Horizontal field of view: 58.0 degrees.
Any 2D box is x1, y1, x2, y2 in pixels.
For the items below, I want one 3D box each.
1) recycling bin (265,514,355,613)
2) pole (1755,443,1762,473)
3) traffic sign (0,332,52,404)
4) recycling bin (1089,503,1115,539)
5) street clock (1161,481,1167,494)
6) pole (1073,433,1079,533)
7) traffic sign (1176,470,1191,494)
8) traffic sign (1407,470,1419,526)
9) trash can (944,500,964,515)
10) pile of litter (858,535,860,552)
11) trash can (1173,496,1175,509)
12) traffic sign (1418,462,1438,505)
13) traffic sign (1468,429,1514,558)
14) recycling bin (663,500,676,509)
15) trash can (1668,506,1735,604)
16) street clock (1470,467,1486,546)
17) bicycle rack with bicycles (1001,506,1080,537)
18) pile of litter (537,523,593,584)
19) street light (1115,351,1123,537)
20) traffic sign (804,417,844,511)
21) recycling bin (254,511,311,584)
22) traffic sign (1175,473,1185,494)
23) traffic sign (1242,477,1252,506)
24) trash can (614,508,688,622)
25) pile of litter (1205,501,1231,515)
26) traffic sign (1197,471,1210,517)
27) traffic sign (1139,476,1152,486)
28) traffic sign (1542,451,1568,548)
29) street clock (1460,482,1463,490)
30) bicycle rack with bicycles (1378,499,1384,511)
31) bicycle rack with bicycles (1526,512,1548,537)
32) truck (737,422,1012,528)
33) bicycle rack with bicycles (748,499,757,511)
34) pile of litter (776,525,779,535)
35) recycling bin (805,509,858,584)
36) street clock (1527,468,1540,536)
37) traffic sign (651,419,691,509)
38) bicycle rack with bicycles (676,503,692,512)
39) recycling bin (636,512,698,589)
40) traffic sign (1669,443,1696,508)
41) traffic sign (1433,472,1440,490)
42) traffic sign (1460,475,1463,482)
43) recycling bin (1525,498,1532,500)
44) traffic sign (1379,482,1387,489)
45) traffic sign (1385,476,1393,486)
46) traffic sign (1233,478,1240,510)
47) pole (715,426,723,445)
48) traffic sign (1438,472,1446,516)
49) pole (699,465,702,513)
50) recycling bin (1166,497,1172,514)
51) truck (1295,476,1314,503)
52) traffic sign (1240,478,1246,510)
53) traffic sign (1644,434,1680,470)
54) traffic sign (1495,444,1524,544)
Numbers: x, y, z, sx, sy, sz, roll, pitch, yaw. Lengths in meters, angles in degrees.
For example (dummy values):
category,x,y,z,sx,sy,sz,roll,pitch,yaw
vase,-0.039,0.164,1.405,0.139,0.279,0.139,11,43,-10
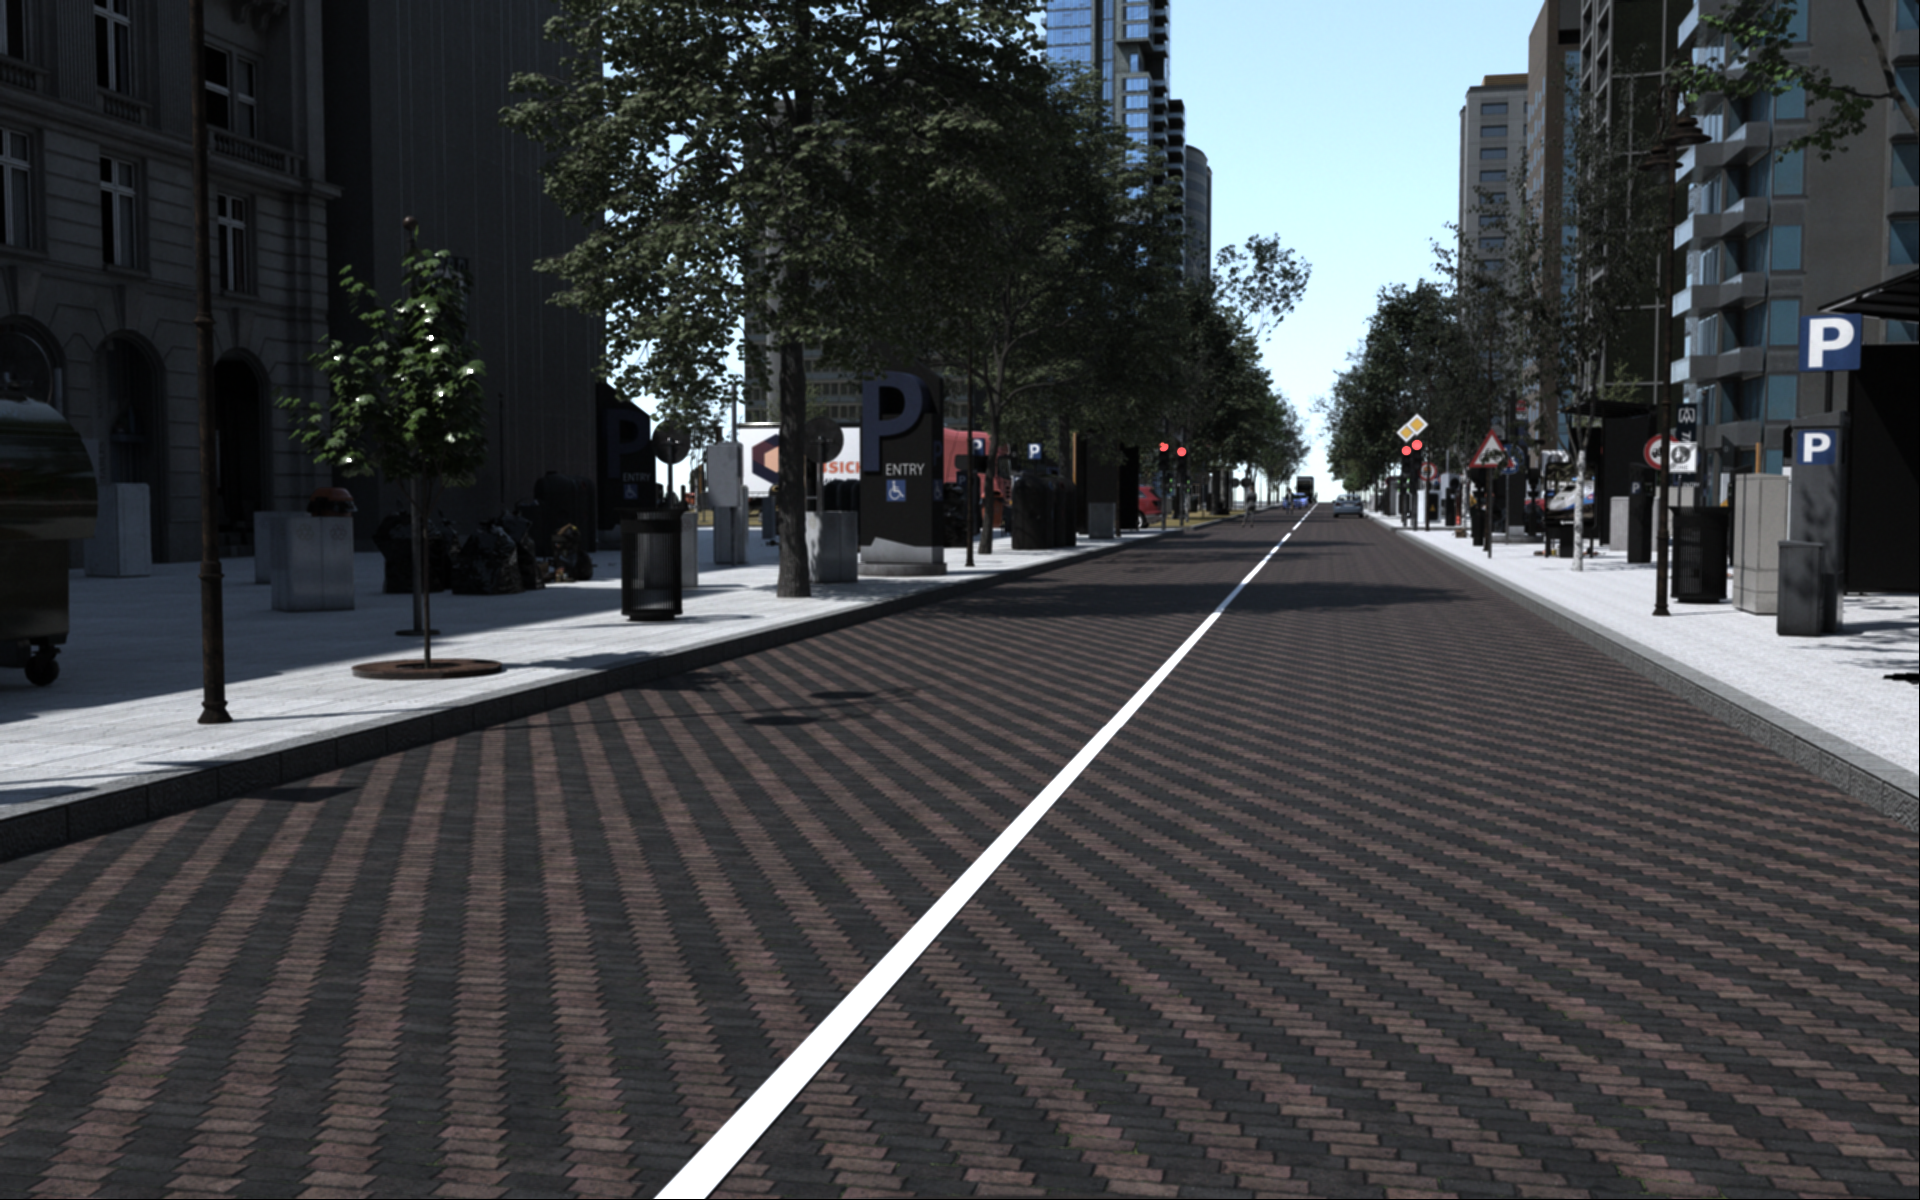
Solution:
category,x,y,z,sx,sy,sz,roll,pitch,yaw
recycling bin,-7.184,-0.406,19.200,0.722,1.027,0.722,-3,4,-37
pole,31.623,-4.575,68.643,0.158,3.312,0.155,0,3,0
traffic sign,-7.488,-0.830,13.669,0.768,2.556,0.104,1,4,16
recycling bin,4.093,-2.282,49.862,0.722,1.027,0.722,1,4,9
street clock,11.550,-5.720,98.084,0.358,2.002,0.471,1,4,20
pole,3.859,-3.897,57.553,0.158,3.312,0.155,0,3,0
traffic sign,9.401,-4.334,72.988,0.606,2.300,0.079,1,4,12
traffic sign,17.924,-4.192,68.645,0.768,2.556,0.104,1,4,18
trash can,-0.241,-2.015,44.592,0.748,1.137,0.748,0,3,0
pile of litter,-2.036,-1.496,38.431,1.176,0.858,1.719,-2,4,-35
trash can,15.528,-6.832,123.357,0.748,1.137,0.748,0,3,0
traffic sign,18.364,-4.158,68.088,0.768,2.556,0.104,1,4,16
traffic sign,10.593,-2.113,34.556,0.884,2.594,0.081,1,4,21
recycling bin,-16.857,-5.348,99.994,0.722,1.027,0.722,-3,5,-43
trash can,8.710,-0.534,20.393,0.748,1.137,0.748,0,3,0
street clock,12.833,-2.339,42.812,0.471,2.002,0.358,-3,5,-41
bicycle rack with bicycles,2.353,-2.396,52.555,2.852,0.926,2.925,0,4,6
pile of litter,-6.036,-0.703,25.463,1.176,0.858,1.719,1,4,23
street light,4.740,-4.823,51.640,0.468,5.910,1.993,1,4,12
traffic sign,-2.289,-1.737,28.510,0.768,2.556,0.104,1,4,16
recycling bin,-9.759,-0.764,25.042,0.722,1.027,0.722,-1,4,-12
traffic sign,10.544,-4.931,82.757,0.606,2.300,0.079,1,4,20
traffic sign,21.817,-8.052,131.752,0.768,2.556,0.104,1,4,21
trash can,-3.133,-0.363,17.588,0.748,1.137,0.748,0,3,0
pile of litter,15.825,-5.646,106.271,1.719,0.858,1.176,0,4,1
traffic sign,13.494,-5.869,96.058,0.768,2.556,0.104,1,4,20
traffic sign,10.443,-6.007,98.219,0.884,2.594,0.081,1,4,21
traffic sign,13.994,-2.364,40.780,0.606,2.300,0.079,1,4,21
street clock,31.066,-6.301,107.593,0.358,2.002,0.471,0,4,7
bicycle rack with bicycles,32.745,-7.264,132.140,2.925,0.926,2.852,-2,4,-30
bicycle rack with bicycles,17.984,-2.243,50.057,2.925,0.926,2.852,1,4,23
truck,-2.964,-4.838,68.009,11.283,4.237,2.839,1,4,11
bicycle rack with bicycles,-15.910,-7.060,128.817,2.852,0.926,2.925,-3,5,-42
pile of litter,-5.535,-2.482,54.544,1.176,0.858,1.719,2,4,34
recycling bin,-1.976,-0.776,25.247,0.722,1.027,0.722,-3,5,-43
street clock,15.944,-2.668,48.194,0.358,2.002,0.471,1,4,9
traffic sign,-4.922,-1.794,29.443,0.768,2.556,0.104,1,4,21
bicycle rack with bicycles,-20.351,-6.565,120.724,2.925,0.926,2.852,0,4,4
recycling bin,-4.015,-0.684,23.735,0.722,1.027,0.722,-1,4,-20
traffic sign,14.250,-1.968,34.314,0.606,2.300,0.079,1,4,13
traffic sign,27.537,-6.135,100.421,0.768,2.556,0.104,1,4,12
traffic sign,31.232,-6.603,108.065,0.768,2.556,0.104,1,4,18
recycling bin,36.927,-6.109,112.431,0.722,1.027,0.722,0,3,0
traffic sign,34.016,-8.389,139.291,0.606,2.300,0.079,1,4,21
traffic sign,30.343,-7.456,122.004,0.768,2.556,0.104,1,4,15
traffic sign,21.754,-8.370,136.948,0.768,2.556,0.104,1,4,20
pole,-7.212,-3.551,51.908,0.158,3.312,0.155,0,3,0
traffic sign,27.855,-6.081,99.536,0.768,2.556,0.104,1,4,19
pole,-18.045,-7.740,120.398,0.158,3.312,0.155,0,3,0
recycling bin,12.931,-5.929,109.500,0.722,1.027,0.722,3,5,45
truck,55.373,-17.684,278.044,2.839,4.237,11.283,1,4,13
traffic sign,22.363,-8.310,135.974,0.768,2.556,0.104,1,4,21
traffic sign,14.830,-2.231,36.579,0.768,2.556,0.104,1,4,18
traffic sign,13.956,-2.692,44.116,0.768,2.556,0.104,1,4,16
